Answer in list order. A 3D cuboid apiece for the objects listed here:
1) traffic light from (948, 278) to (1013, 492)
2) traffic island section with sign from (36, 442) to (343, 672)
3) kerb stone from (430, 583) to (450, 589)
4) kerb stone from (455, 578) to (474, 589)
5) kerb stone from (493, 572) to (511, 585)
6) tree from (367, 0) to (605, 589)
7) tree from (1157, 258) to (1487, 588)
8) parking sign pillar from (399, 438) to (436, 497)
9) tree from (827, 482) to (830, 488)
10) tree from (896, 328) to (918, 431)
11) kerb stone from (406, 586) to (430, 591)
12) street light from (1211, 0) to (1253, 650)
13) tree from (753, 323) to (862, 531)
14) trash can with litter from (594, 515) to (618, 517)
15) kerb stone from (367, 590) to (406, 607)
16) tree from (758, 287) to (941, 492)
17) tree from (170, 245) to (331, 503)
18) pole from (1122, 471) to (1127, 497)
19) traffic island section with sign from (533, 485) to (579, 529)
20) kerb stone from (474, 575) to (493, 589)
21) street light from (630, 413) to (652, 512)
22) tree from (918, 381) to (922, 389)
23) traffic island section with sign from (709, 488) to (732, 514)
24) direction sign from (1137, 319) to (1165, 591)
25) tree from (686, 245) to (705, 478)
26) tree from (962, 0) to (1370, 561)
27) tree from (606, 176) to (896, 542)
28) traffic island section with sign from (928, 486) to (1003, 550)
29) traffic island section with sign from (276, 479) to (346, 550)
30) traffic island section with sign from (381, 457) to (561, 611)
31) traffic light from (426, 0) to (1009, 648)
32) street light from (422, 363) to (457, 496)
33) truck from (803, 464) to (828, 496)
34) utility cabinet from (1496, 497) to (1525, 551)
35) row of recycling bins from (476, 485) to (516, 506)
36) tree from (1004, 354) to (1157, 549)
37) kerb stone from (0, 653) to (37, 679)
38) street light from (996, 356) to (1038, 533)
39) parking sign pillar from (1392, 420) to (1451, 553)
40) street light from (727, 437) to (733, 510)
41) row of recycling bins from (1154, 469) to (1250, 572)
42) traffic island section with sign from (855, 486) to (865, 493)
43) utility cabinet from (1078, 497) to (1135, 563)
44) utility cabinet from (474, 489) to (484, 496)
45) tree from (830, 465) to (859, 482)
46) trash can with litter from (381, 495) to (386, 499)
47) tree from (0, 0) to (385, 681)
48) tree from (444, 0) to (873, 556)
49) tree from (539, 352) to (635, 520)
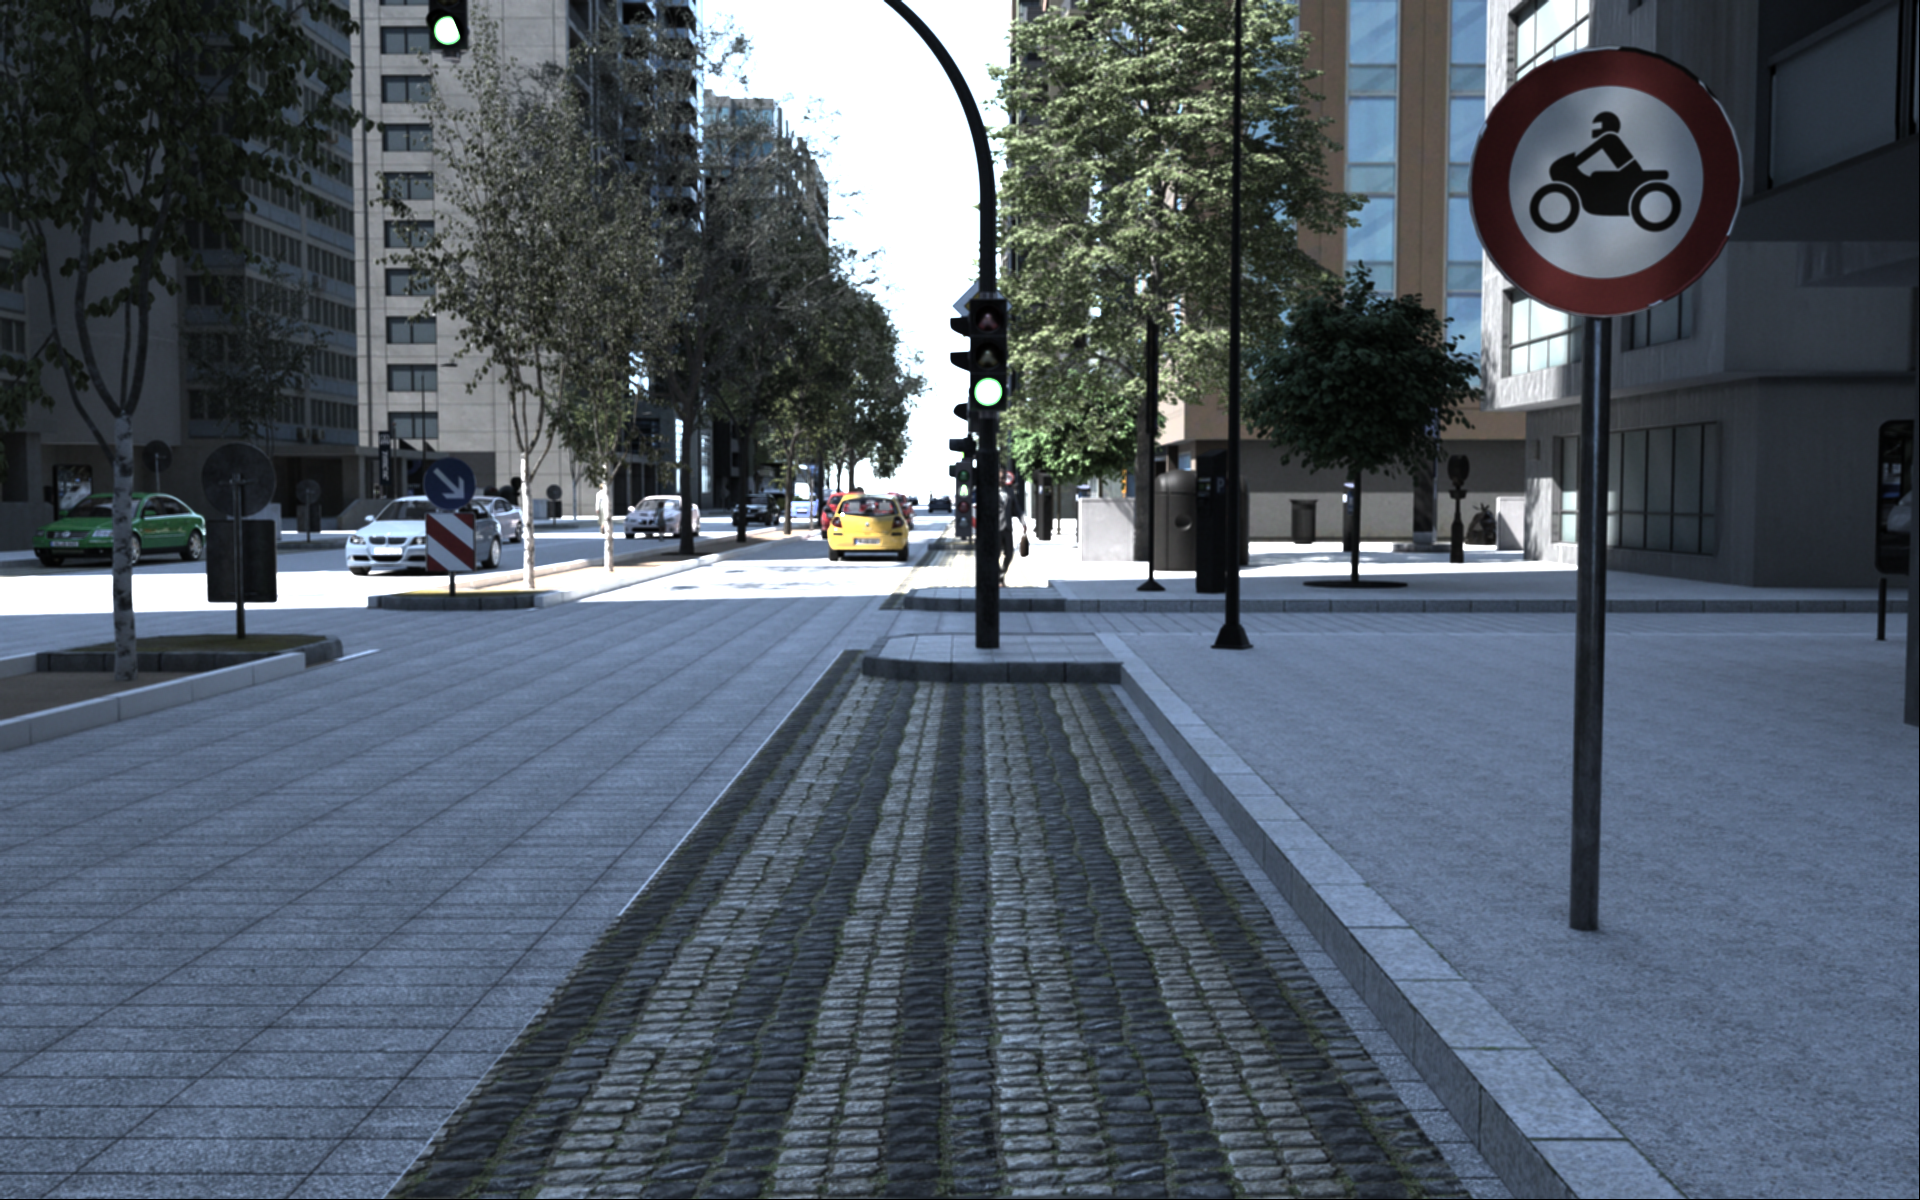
[{"bbox_3d":[0.271,-2.046,22.378,0.839,4.253,0.868,0,4,0],"label":"traffic light"},{"bbox_3d":[-6.412,-0.408,14.801,2.006,1.907,1.989,0,4,0],"label":"traffic island section with sign"},{"bbox_3d":[-7.370,-0.130,24.334,0.120,0.150,1.000,0,4,0],"label":"kerb stone"},{"bbox_3d":[-7.358,-0.193,25.356,0.120,0.150,1.000,0,4,0],"label":"kerb stone"},{"bbox_3d":[-7.342,-0.318,27.400,0.120,0.150,1.000,0,4,0],"label":"kerb stone"},{"bbox_3d":[-6.441,-4.444,25.485,4.360,8.622,3.978,0,3,0],"label":"tree"},{"bbox_3d":[5.577,-2.471,24.109,4.285,4.588,4.351,0,3,0],"label":"tree"},{"bbox_3d":[-26.294,-5.787,83.094,1.447,3.967,1.447,0,4,7],"label":"parking sign pillar"},{"bbox_3d":[-17.840,-14.448,230.828,1.663,3.219,1.824,0,3,0],"label":"tree"},{"bbox_3d":[-6.037,-7.507,59.604,8.767,10.594,7.601,0,4,0],"label":"tree"},{"bbox_3d":[-7.381,-0.065,23.311,0.120,0.150,1.000,0,4,0],"label":"kerb stone"},{"bbox_3d":[1.731,-2.554,14.292,1.470,5.913,1.316,0,4,0],"label":"street light"},{"bbox_3d":[-5.692,-6.917,65.918,4.737,8.622,4.395,0,3,0],"label":"tree"},{"bbox_3d":[-19.946,-5.247,96.847,1.678,1.210,2.233,1,4,11],"label":"trash can with litter"},{"bbox_3d":[-7.390,-0.005,22.280,0.120,0.150,1.000,0,4,0],"label":"kerb stone"},{"bbox_3d":[-5.852,-10.628,93.226,9.611,12.733,9.660,0,3,0],"label":"tree"},{"bbox_3d":[-20.456,-6.116,50.354,4.360,8.622,3.978,0,3,0],"label":"tree"},{"bbox_3d":[6.222,-4.384,65.514,0.158,3.312,0.155,0,3,0],"label":"pole"},{"bbox_3d":[-17.008,-3.894,72.296,1.989,1.847,2.006,0,4,0],"label":"traffic island section with sign"},{"bbox_3d":[-7.347,-0.256,26.378,0.120,0.150,1.000,0,4,0],"label":"kerb stone"},{"bbox_3d":[-18.261,-7.735,99.010,1.470,5.913,1.316,0,4,0],"label":"street light"},{"bbox_3d":[-6.056,-9.036,84.602,8.767,10.594,7.601,0,4,0],"label":"tree"},{"bbox_3d":[-16.611,-6.940,122.102,1.989,1.847,2.006,0,4,0],"label":"traffic island section with sign"},{"bbox_3d":[2.544,-1.894,22.961,0.379,3.537,0.876,1,4,14],"label":"direction sign"},{"bbox_3d":[-6.380,-4.786,31.078,4.360,8.622,3.978,0,3,0],"label":"tree"},{"bbox_3d":[3.950,-7.024,32.968,7.486,12.596,7.792,0,3,0],"label":"tree"},{"bbox_3d":[-6.500,-6.956,50.600,8.767,10.594,7.601,0,4,0],"label":"tree"},{"bbox_3d":[0.170,-2.208,44.735,1.989,1.847,2.006,0,4,0],"label":"traffic island section with sign"},{"bbox_3d":[-17.242,-2.246,45.342,1.989,1.847,2.006,0,4,0],"label":"traffic island section with sign"},{"bbox_3d":[-6.341,-0.861,22.208,2.006,1.907,1.989,0,4,0],"label":"traffic island section with sign"},{"bbox_3d":[-1.889,-2.422,14.269,4.771,5.953,1.251,0,4,0],"label":"traffic light"},{"bbox_3d":[-18.542,-5.450,61.656,1.470,5.913,1.316,0,4,0],"label":"street light"},{"bbox_3d":[-12.869,-10.320,158.484,2.967,4.110,18.799,0,4,0],"label":"truck"},{"bbox_3d":[12.720,-1.722,39.309,1.020,1.237,0.306,0,4,4],"label":"utility cabinet"},{"bbox_3d":[-22.828,-4.621,82.667,3.534,1.692,1.069,-3,5,-44],"label":"row of recycling bins"},{"bbox_3d":[3.274,-3.485,40.693,4.285,4.588,4.351,0,3,0],"label":"tree"},{"bbox_3d":[-7.457,0.530,13.523,0.120,0.150,1.000,0,4,0],"label":"kerb stone"},{"bbox_3d":[2.020,-5.200,57.557,1.470,5.913,1.316,0,4,0],"label":"street light"},{"bbox_3d":[10.328,-3.051,38.351,1.447,3.967,1.447,1,4,20],"label":"parking sign pillar"},{"bbox_3d":[-17.909,-10.120,138.005,1.470,5.913,1.316,0,4,0],"label":"street light"},{"bbox_3d":[4.178,-1.406,30.097,1.069,1.692,3.534,2,4,26],"label":"row of recycling bins"},{"bbox_3d":[-5.720,-5.456,97.344,2.006,1.907,1.989,0,4,0],"label":"traffic island section with sign"},{"bbox_3d":[2.749,-1.305,32.504,1.020,1.237,0.306,0,4,-7],"label":"utility cabinet"},{"bbox_3d":[-26.159,-5.236,94.290,0.318,1.500,1.173,-3,4,-37],"label":"utility cabinet"},{"bbox_3d":[-18.127,-20.244,256.744,9.928,11.665,9.643,0,3,0],"label":"tree"},{"bbox_3d":[-30.219,-4.914,91.395,1.678,1.210,2.233,0,4,-3],"label":"trash can with litter"},{"bbox_3d":[-6.425,-3.695,13.239,4.737,8.622,4.395,0,3,0],"label":"tree"},{"bbox_3d":[-6.439,-7.800,40.358,12.009,13.543,11.850,0,3,0],"label":"tree"},{"bbox_3d":[-19.085,-8.324,86.467,4.737,8.622,4.395,0,3,0],"label":"tree"}]
